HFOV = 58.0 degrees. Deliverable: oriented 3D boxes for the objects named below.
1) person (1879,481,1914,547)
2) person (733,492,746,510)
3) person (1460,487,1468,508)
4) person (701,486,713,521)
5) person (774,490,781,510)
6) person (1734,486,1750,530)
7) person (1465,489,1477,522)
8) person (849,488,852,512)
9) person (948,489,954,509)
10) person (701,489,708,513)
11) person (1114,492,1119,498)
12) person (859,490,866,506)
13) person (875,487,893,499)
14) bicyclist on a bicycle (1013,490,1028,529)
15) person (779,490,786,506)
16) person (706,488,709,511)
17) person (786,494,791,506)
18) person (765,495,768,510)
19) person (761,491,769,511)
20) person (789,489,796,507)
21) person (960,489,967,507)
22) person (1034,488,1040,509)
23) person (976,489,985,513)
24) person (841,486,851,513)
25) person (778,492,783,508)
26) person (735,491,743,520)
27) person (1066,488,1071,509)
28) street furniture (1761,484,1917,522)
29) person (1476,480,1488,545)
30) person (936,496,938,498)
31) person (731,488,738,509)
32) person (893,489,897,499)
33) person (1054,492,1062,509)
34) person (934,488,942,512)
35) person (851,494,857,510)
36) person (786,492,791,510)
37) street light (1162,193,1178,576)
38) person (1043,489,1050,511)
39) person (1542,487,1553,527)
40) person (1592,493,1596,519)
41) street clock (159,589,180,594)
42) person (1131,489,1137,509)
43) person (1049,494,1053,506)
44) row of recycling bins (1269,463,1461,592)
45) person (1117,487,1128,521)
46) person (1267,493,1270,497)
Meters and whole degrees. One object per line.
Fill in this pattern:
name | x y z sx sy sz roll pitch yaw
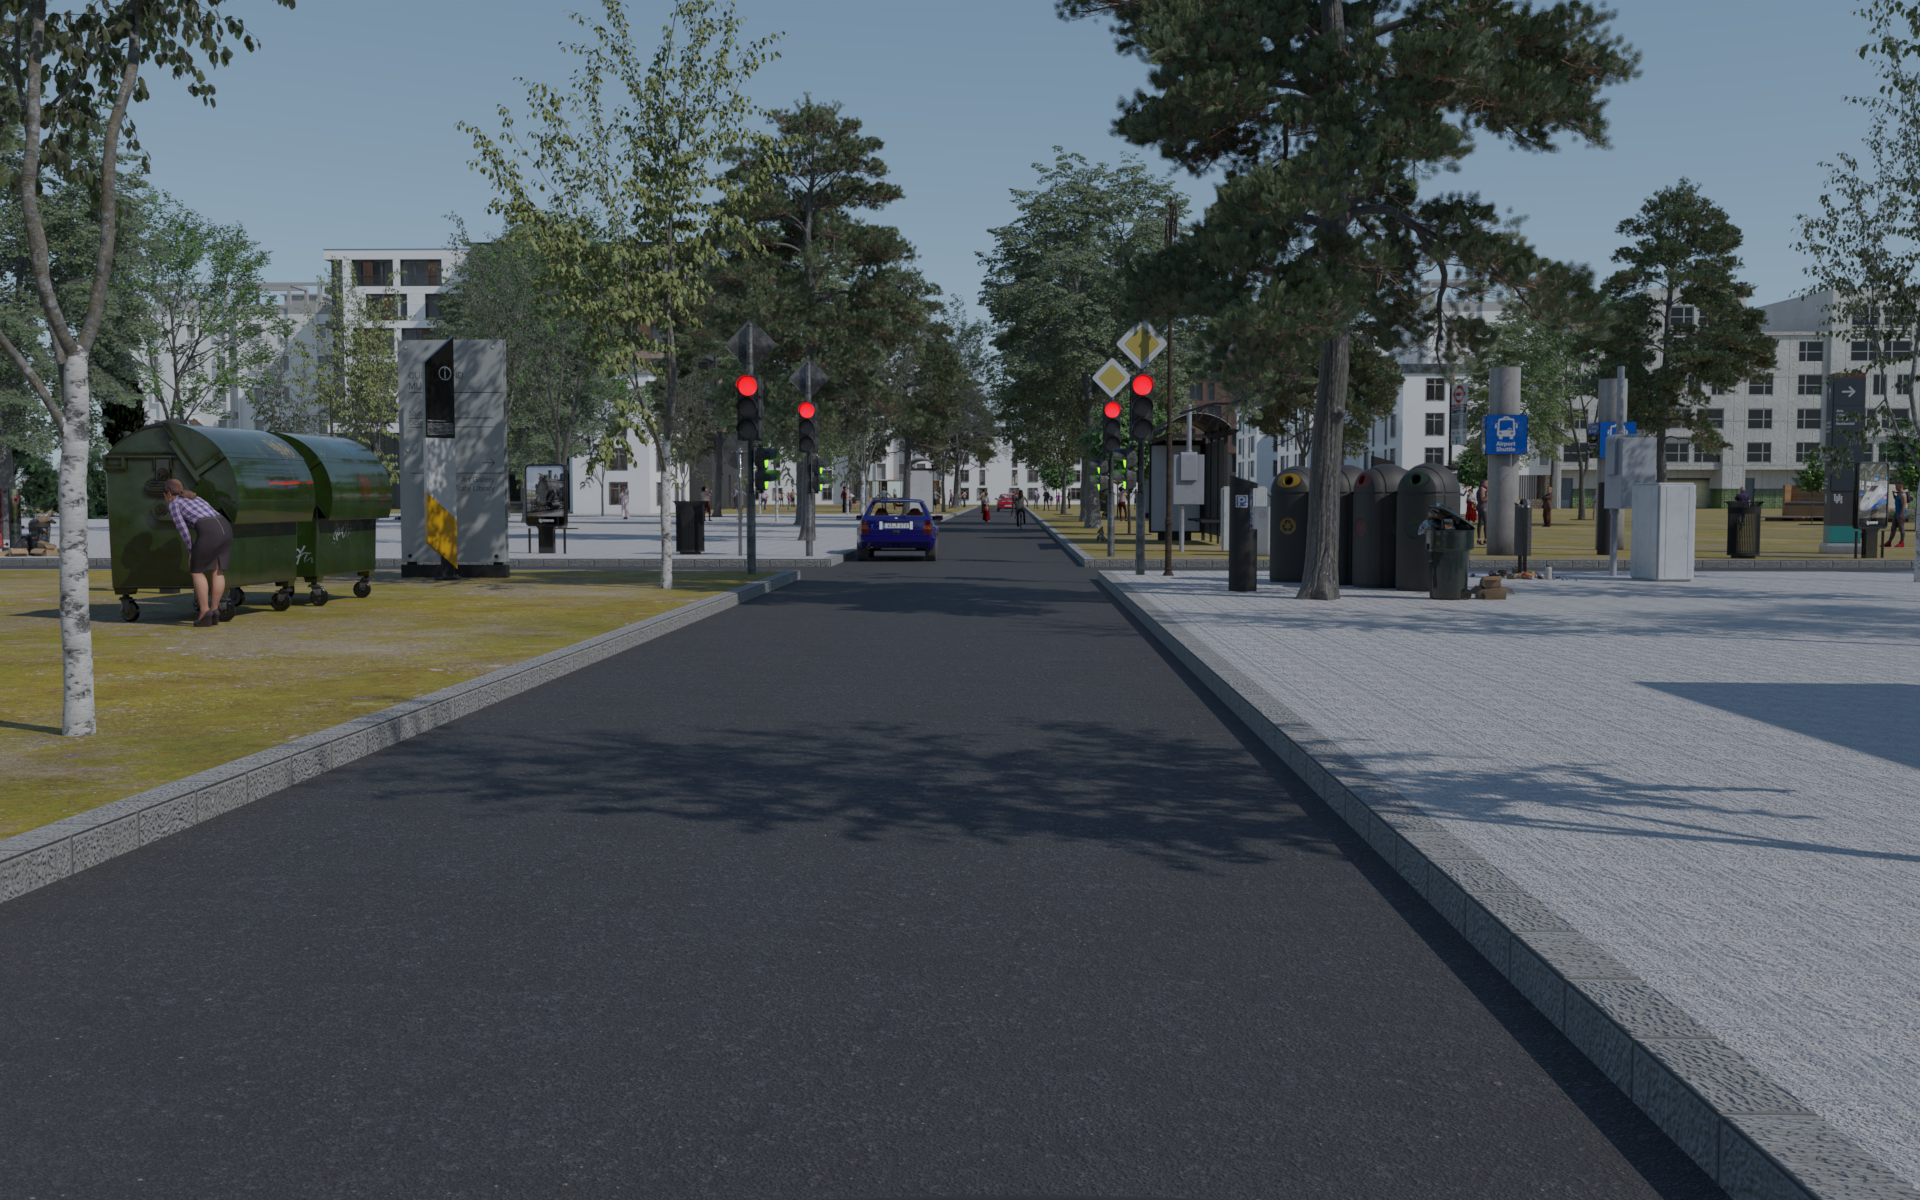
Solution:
person | 22.594 -2.071 41.767 0.662 1.594 0.647 0 4 1
person | -17.985 -8.316 142.099 1.350 1.814 0.705 -1 4 -9
person | 18.711 -3.566 65.142 0.742 1.727 0.445 -1 4 -9
person | -12.004 -4.561 82.073 0.566 1.644 0.517 -2 4 -25
person | -14.504 -8.039 138.201 0.721 1.743 1.217 -1 4 -21
person | 27.987 -3.295 62.123 0.569 1.553 0.471 3 5 40
person | 23.240 -4.294 78.717 0.523 1.526 0.387 0 4 5
person | -7.757 -7.075 122.660 0.436 1.711 0.756 1 4 15
person | -0.834 -8.963 153.530 0.436 1.711 0.756 -1 4 -13
person | -17.460 -6.839 118.303 0.568 1.767 0.683 1 4 21
person | 16.090 -10.783 182.328 1.348 1.826 0.705 2 4 30
person | -7.403 -7.663 131.788 0.568 1.767 0.683 -2 4 -32
person | -5.627 -7.457 128.046 1.350 1.814 0.705 -1 4 -10
bicyclist on a bicycle | 2.489 -3.725 70.931 1.499 1.676 1.625 0 4 3
person | -18.636 -10.661 181.078 1.217 1.735 0.721 0 4 -8
person | -17.558 -6.900 119.653 0.445 1.727 0.742 -3 5 -42
person | -18.432 -10.968 188.629 1.065 1.426 0.557 0 4 -4
person | -15.968 -8.158 142.613 0.628 1.438 0.799 -2 4 -25
person | -15.047 -7.690 132.716 0.756 1.711 0.436 2 4 24
person | -16.432 -10.066 170.628 1.348 1.823 0.705 -3 5 -39
person | 0.348 -9.873 168.174 0.721 1.736 1.217 2 4 29
person | 6.745 -8.834 150.354 0.599 1.838 0.709 2 4 33
person | 1.682 -7.303 127.909 0.705 1.823 1.348 3 4 38
person | -7.781 -6.801 117.203 0.705 1.831 1.348 -2 4 -32
person | -16.765 -9.248 160.443 0.799 1.438 0.628 -2 4 -28
person | -11.127 -4.931 87.216 0.434 1.755 0.990 -1 4 -14
person | 9.555 -8.931 152.206 0.705 1.807 1.348 0 4 -8
street furniture | 43.374 -4.594 81.958 9.812 1.723 11.010 3 5 40
person | 13.190 -2.197 43.441 0.415 1.643 0.593 -3 4 -38
person | -2.085 -7.506 129.455 0.721 1.739 1.217 -3 5 -44
person | -19.315 -8.702 148.192 0.599 1.838 0.709 -3 5 -44
person | -5.227 -8.224 141.242 0.721 1.736 1.217 0 4 -8
person | 8.014 -8.045 140.802 0.991 1.433 0.599 1 4 14
person | -1.823 -7.009 121.426 1.217 1.735 0.721 1 4 12
person | -8.960 -8.220 143.621 0.799 1.438 0.628 0 4 -3
person | -13.743 -7.964 139.470 0.599 1.433 0.991 -1 4 -18
street light | 3.271 -3.318 27.032 0.468 5.910 1.993 0 4 2
person | 6.700 -7.819 134.810 0.541 1.710 0.530 2 4 30
person | 22.862 -3.615 67.424 0.388 1.546 0.482 0 4 -1
person | 33.333 -5.044 90.582 0.516 1.574 0.319 1 4 13
street clock | -10.181 -1.082 22.256 0.358 2.002 0.471 0 4 2
person | 14.688 -8.392 144.038 1.217 1.735 0.721 3 5 40
person | 9.640 -10.776 185.463 0.697 1.427 0.421 2 4 33
row of recycling bins | 5.621 -1.049 24.258 1.069 1.692 3.534 -2 4 -28
person | 7.639 -4.509 81.231 0.566 1.644 0.517 -2 4 -24
person | 24.792 -8.355 143.173 1.217 1.766 0.721 2 4 31
